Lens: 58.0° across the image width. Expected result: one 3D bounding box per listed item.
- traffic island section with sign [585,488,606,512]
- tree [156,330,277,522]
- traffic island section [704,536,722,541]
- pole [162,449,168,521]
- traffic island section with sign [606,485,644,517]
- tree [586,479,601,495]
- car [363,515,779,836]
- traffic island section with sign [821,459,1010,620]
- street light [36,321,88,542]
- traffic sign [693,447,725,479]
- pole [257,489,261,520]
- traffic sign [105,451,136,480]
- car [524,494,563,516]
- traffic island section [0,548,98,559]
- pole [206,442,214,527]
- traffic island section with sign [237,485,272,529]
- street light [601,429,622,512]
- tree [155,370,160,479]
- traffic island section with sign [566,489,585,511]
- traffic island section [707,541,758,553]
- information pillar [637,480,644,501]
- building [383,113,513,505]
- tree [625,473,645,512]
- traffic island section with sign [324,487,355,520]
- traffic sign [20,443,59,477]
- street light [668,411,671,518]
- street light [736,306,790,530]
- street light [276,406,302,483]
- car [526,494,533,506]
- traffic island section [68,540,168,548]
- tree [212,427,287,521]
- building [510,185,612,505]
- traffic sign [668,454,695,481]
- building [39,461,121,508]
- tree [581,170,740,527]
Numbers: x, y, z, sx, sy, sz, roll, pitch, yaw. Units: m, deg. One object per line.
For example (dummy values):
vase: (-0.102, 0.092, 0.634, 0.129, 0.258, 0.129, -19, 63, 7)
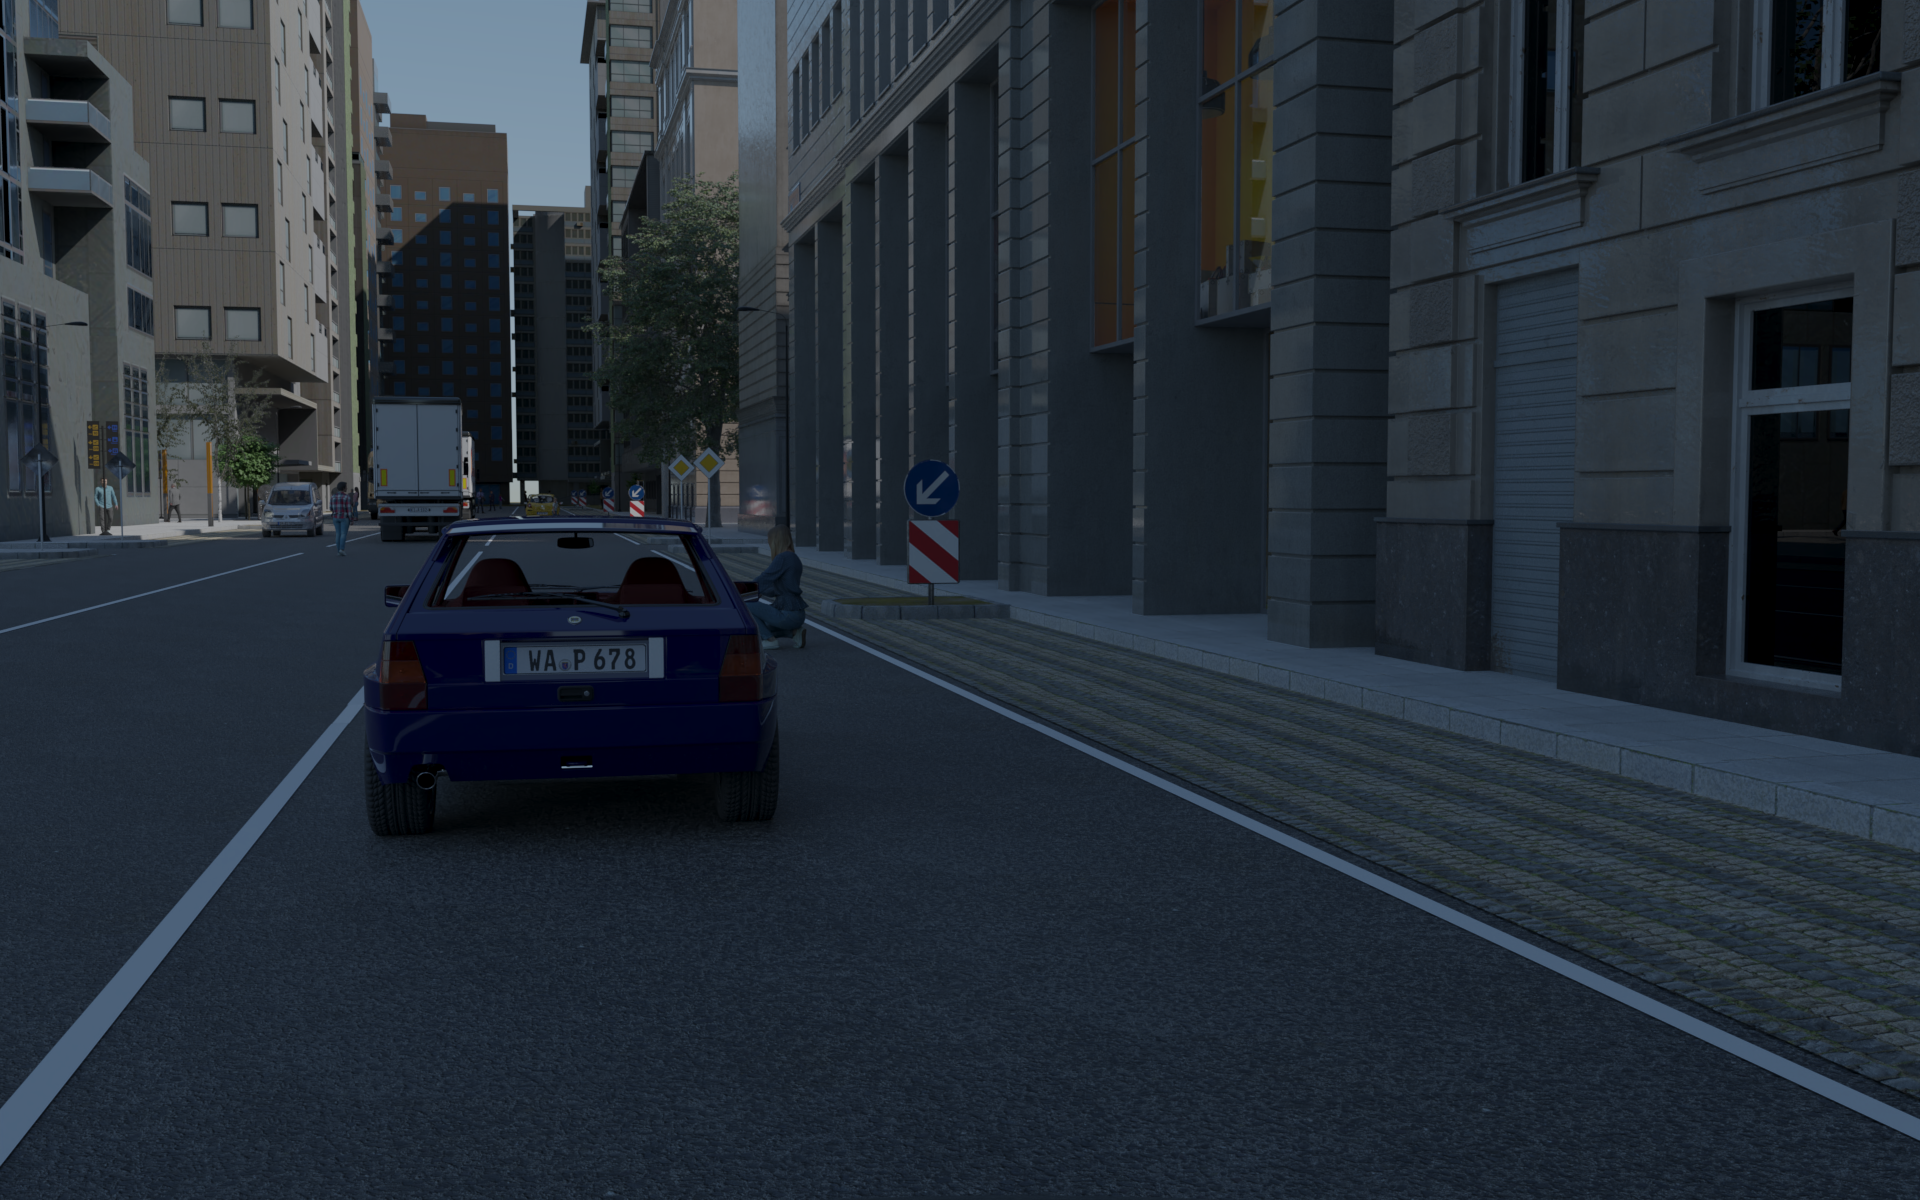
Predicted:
traffic island section with sign: (-20.677, -5.662, 101.205, 1.989, 1.847, 2.006, -1, 4, -14)
tree: (-33.497, -7.853, 78.764, 4.360, 8.622, 3.978, 0, 3, 0)
traffic island section: (-8.091, -1.737, 50.678, 2.009, 0.180, 2.903, -1, 4, -14)
pole: (-36.360, -5.223, 79.238, 0.158, 3.312, 0.155, 0, 3, 0)
traffic island section with sign: (-14.158, -4.062, 75.047, 1.989, 1.847, 2.006, -1, 4, -14)
tree: (-42.049, -12.511, 199.157, 1.663, 3.219, 1.824, 0, 3, 0)
car: (-1.935, 0.235, 8.741, 1.945, 1.354, 3.894, -1, 4, -12)
traffic island section with sign: (-0.604, -0.732, 20.602, 1.989, 1.847, 2.006, -1, 4, -14)
street light: (-24.152, -4.530, 46.611, 1.470, 5.913, 1.316, -1, 4, -14)
traffic sign: (-6.182, -2.486, 42.841, 0.795, 2.593, 0.064, -1, 4, -14)
pole: (-34.848, -5.640, 86.052, 0.158, 3.312, 0.155, 0, 3, 0)
traffic sign: (-22.765, -2.739, 46.977, 0.795, 2.593, 0.064, -1, 4, -14)
car: (-22.001, -4.967, 91.427, 2.015, 1.641, 3.980, -1, 4, -12)
traffic island section: (-20.857, -1.040, 39.289, 2.009, 0.180, 2.903, -1, 4, -14)
pole: (-29.460, -4.537, 68.017, 0.158, 3.312, 0.155, 0, 3, 0)
traffic island section with sign: (-28.426, -3.814, 70.993, 1.989, 1.847, 2.006, -1, 4, -14)
street light: (-24.911, -9.253, 123.827, 1.470, 5.913, 1.316, -1, 4, -14)
tree: (-38.784, -8.113, 83.012, 4.360, 8.622, 3.978, 0, 3, 0)
traffic island section with sign: (-32.862, -8.658, 150.186, 1.989, 1.847, 2.006, -1, 4, -14)
traffic island section: (-6.161, -1.263, 42.929, 2.009, 0.180, 2.903, -1, 4, -14)
information pillar: (-17.201, -5.430, 93.273, 0.304, 2.012, 0.304, -2, 4, -25)
building: (-61.375, -34.129, 208.115, 14.200, 45.320, 14.600, -1, 4, -14)
tree: (-23.714, -8.060, 126.383, 1.663, 3.219, 1.824, 0, 3, 0)
traffic island section with sign: (-35.074, -5.446, 97.669, 1.989, 1.847, 2.006, -1, 4, -14)
traffic sign: (-20.836, -2.265, 39.228, 0.795, 2.593, 0.064, -1, 4, -14)
street light: (-13.866, -6.532, 79.334, 1.470, 5.913, 1.316, -1, 4, -14)
street light: (-4.842, -4.317, 43.131, 1.470, 5.913, 1.316, -1, 4, -14)
street light: (-35.401, -7.266, 91.342, 1.470, 5.913, 1.316, -1, 4, -14)
car: (-41.026, -9.632, 167.268, 2.009, 1.686, 4.222, -1, 4, -14)
traffic island section: (-22.786, -1.514, 47.039, 2.009, 0.180, 2.903, -1, 4, -14)
tree: (-36.318, -6.391, 88.204, 4.285, 4.588, 4.351, 0, 3, 0)
building: (-44.969, -32.387, 221.411, 23.993, 40.220, 32.217, -1, 4, -14)
traffic sign: (-8.111, -2.960, 50.590, 0.795, 2.593, 0.064, -1, 4, -14)
building: (-109.646, -35.210, 199.386, 21.600, 48.544, 21.300, -1, 4, -14)
tree: (-9.611, -9.771, 66.408, 9.857, 13.997, 8.962, 0, 3, 0)
